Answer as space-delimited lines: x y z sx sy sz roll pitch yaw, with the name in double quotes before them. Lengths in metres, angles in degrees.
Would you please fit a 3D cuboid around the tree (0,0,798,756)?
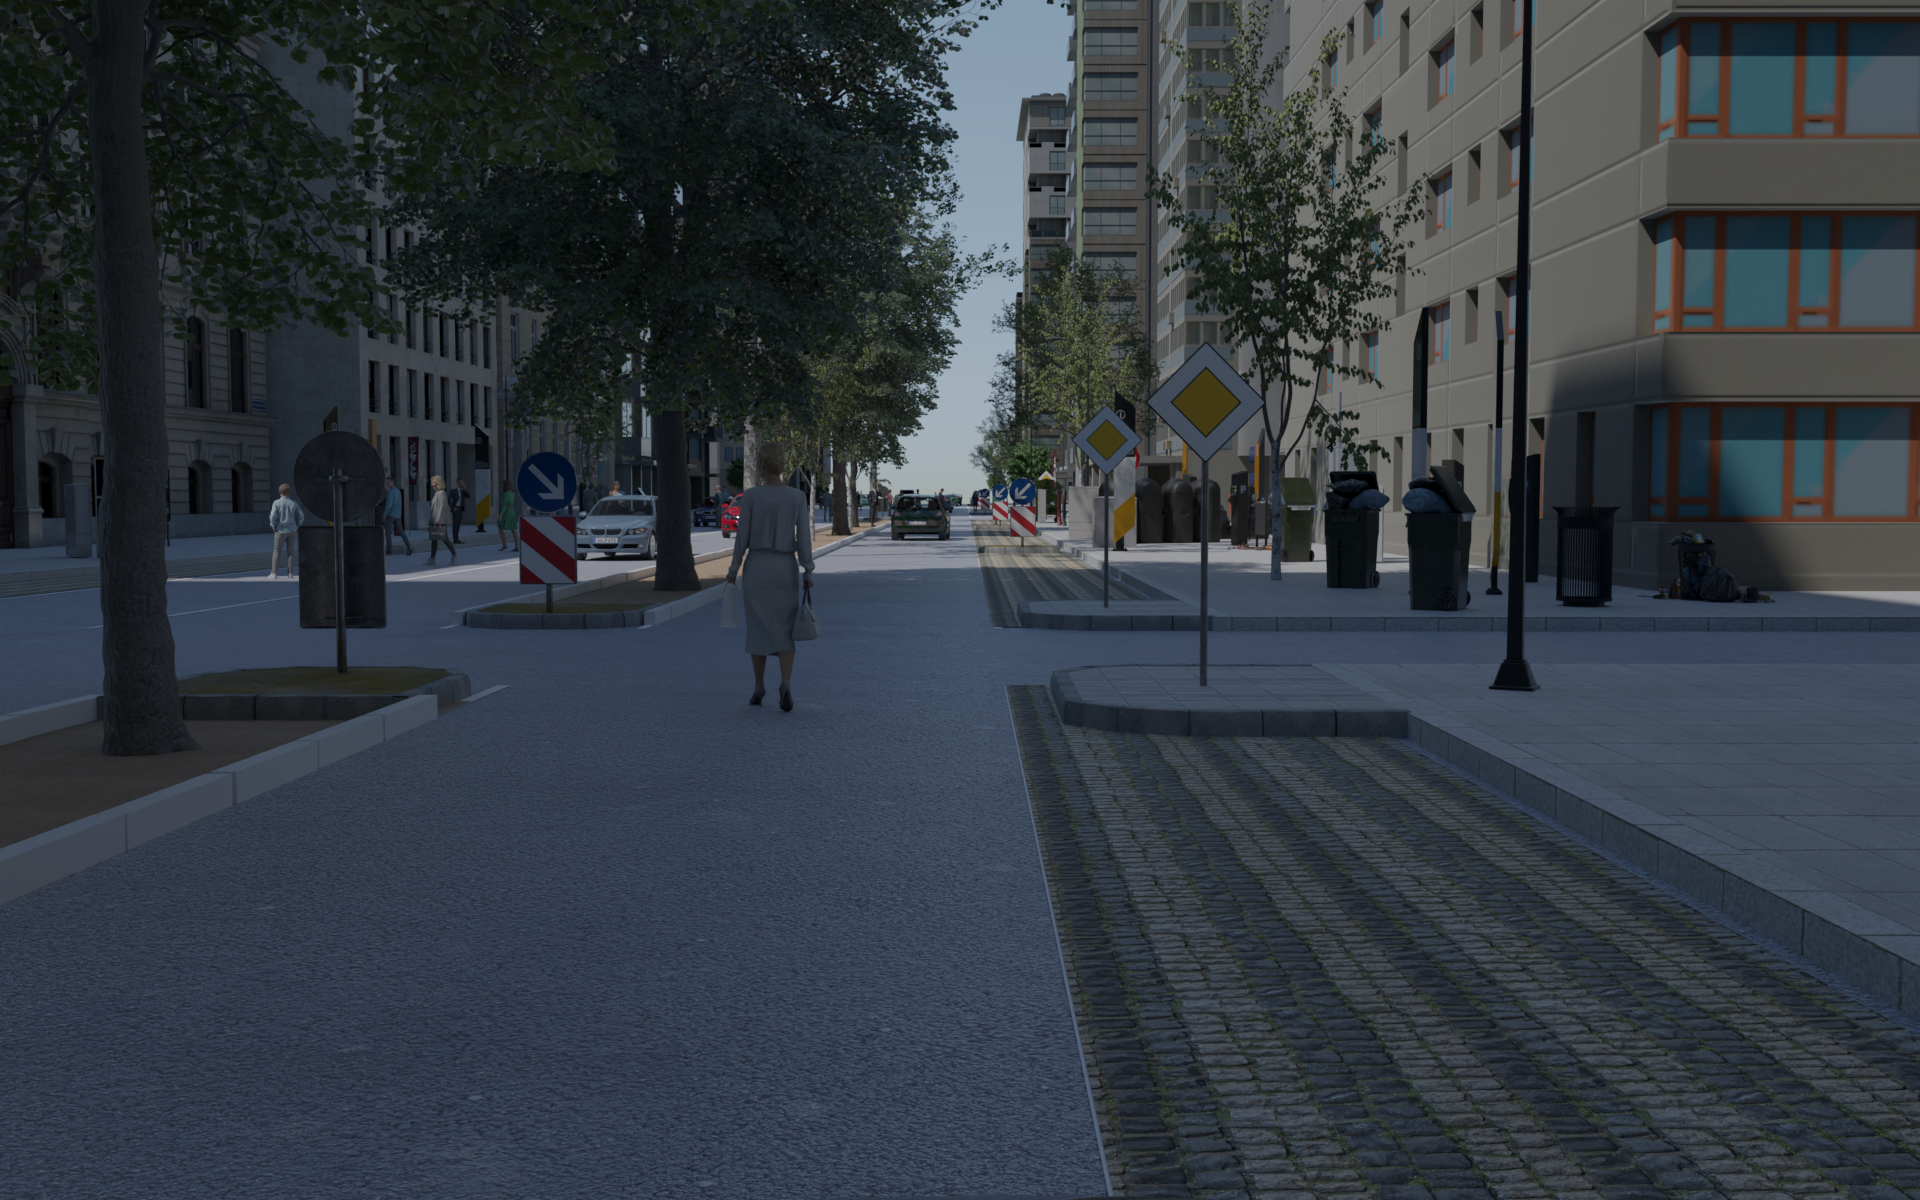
"tree" -4.420 -5.396 8.803 7.486 12.596 7.792 0 3 0

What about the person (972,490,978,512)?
"person" 1.137 -7.312 128.970 0.541 1.710 0.530 -1 4 -21

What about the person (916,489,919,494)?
"person" -2.333 -5.362 96.988 1.217 1.723 0.721 1 4 15

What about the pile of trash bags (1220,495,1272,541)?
"pile of trash bags" 7.885 -2.418 49.287 1.912 1.369 3.447 0 4 5

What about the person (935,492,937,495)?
"person" -3.471 -14.888 252.652 0.721 1.736 1.217 0 4 4

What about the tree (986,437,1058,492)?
"tree" 3.974 -7.007 98.284 4.285 4.588 4.351 0 3 0

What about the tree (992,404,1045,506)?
"tree" 4.288 -11.087 131.632 4.360 8.622 3.978 0 3 0

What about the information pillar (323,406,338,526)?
"information pillar" -16.644 -3.337 45.916 0.183 3.616 0.504 1 4 20

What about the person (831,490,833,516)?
"person" -8.163 -6.195 110.619 1.217 1.723 0.721 3 5 42

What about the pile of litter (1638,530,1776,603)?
"pile of litter" 9.093 -0.435 21.082 1.176 0.858 1.719 -1 4 -14

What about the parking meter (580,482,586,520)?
"parking meter" -18.710 -4.929 86.306 0.399 1.863 0.255 -2 4 -34

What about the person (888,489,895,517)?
"person" -4.299 -6.072 108.489 0.721 1.743 1.217 -1 4 -17

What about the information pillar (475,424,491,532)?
"information pillar" -15.939 -4.064 57.796 0.504 3.616 0.183 0 4 8

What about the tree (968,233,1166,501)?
"tree" 4.272 -7.829 62.420 7.601 10.594 8.767 0 4 6

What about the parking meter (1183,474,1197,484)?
"parking meter" 6.545 -2.667 49.317 0.255 1.863 0.399 -2 4 -31

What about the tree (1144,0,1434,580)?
"tree" 4.712 -4.590 25.412 4.737 8.622 4.395 0 3 0

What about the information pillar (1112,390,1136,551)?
"information pillar" 3.680 -2.905 38.856 0.504 3.616 0.183 0 4 3

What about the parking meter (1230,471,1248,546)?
"parking meter" 6.948 -2.286 43.090 0.399 1.863 0.255 -2 4 -30

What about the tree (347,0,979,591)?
"tree" -4.189 -7.098 25.161 9.857 13.997 8.962 0 3 0

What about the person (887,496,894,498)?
"person" -9.120 -13.039 221.326 1.348 1.869 0.705 -1 4 -12

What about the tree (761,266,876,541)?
"tree" -4.470 -6.068 52.032 4.737 8.622 4.395 0 3 0

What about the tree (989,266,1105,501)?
"tree" 3.893 -6.426 55.434 4.737 8.622 4.395 0 3 0

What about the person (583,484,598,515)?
"person" -14.259 -3.582 67.166 0.694 1.812 0.767 1 4 9

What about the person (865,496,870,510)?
"person" -7.551 -8.495 148.076 1.217 1.739 0.721 1 4 17

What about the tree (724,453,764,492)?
"tree" -16.766 -9.260 135.118 4.285 4.588 4.351 0 3 0

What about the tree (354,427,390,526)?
"tree" -17.363 -3.400 50.188 1.663 3.219 1.824 0 3 0

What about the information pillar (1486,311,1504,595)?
"information pillar" 6.820 -1.874 21.992 0.183 3.616 0.504 1 4 13

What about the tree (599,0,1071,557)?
"tree" -3.445 -10.959 37.533 12.611 20.169 13.585 0 3 0

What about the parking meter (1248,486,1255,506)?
"parking meter" 8.809 -2.717 52.829 0.372 1.533 0.369 0 3 0

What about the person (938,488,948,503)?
"person" -0.965 -5.515 99.122 0.568 1.767 0.683 0 4 1

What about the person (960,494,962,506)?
"person" 0.145 -12.443 215.195 0.557 1.426 1.065 0 4 3

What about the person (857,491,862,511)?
"person" -8.785 -8.583 149.758 0.530 1.710 0.541 -1 4 -17

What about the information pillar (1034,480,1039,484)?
"information pillar" 3.925 -5.097 87.836 0.304 2.012 0.304 1 4 18

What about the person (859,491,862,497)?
"person" -10.947 -11.207 191.815 1.350 1.814 0.705 1 4 13

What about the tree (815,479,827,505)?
"tree" -16.211 -12.873 205.080 1.663 3.219 1.824 0 3 0

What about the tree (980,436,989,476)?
"tree" 4.210 -13.059 163.871 4.737 8.622 4.395 0 3 0

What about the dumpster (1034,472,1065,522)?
"dumpster" 3.952 -4.641 78.372 1.502 2.255 1.985 0 4 0

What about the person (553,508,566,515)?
"person" -11.201 -2.453 48.632 0.654 1.822 0.581 1 4 23

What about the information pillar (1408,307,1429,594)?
"information pillar" 5.838 -1.875 22.009 0.183 3.616 0.504 0 4 2

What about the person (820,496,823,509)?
"person" -13.211 -9.500 167.019 0.628 1.438 0.799 0 4 4

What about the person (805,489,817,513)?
"person" -11.706 -7.703 134.472 1.348 1.821 0.705 2 4 27

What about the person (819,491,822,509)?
"person" -13.451 -9.760 168.527 0.568 1.767 0.683 0 4 2

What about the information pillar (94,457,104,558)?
"information pillar" -17.128 -1.851 34.760 0.304 2.012 0.304 0 4 5

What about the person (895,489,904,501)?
"person" -3.772 -6.351 113.124 1.217 1.735 0.721 -3 5 -40

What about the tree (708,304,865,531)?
"tree" -4.757 -5.727 46.458 4.360 8.622 3.978 0 3 0

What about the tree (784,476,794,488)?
"tree" -16.228 -10.030 158.593 1.663 3.219 1.824 0 3 0

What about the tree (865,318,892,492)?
"tree" -4.226 -6.960 66.610 4.360 8.622 3.978 0 3 0

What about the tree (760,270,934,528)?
"tree" -4.605 -8.901 73.749 9.928 11.665 9.643 0 3 0

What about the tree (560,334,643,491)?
"tree" -16.125 -7.670 75.772 4.737 8.622 4.395 0 3 0

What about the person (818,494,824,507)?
"person" -12.259 -8.771 155.168 1.065 1.426 0.557 -1 4 -23
